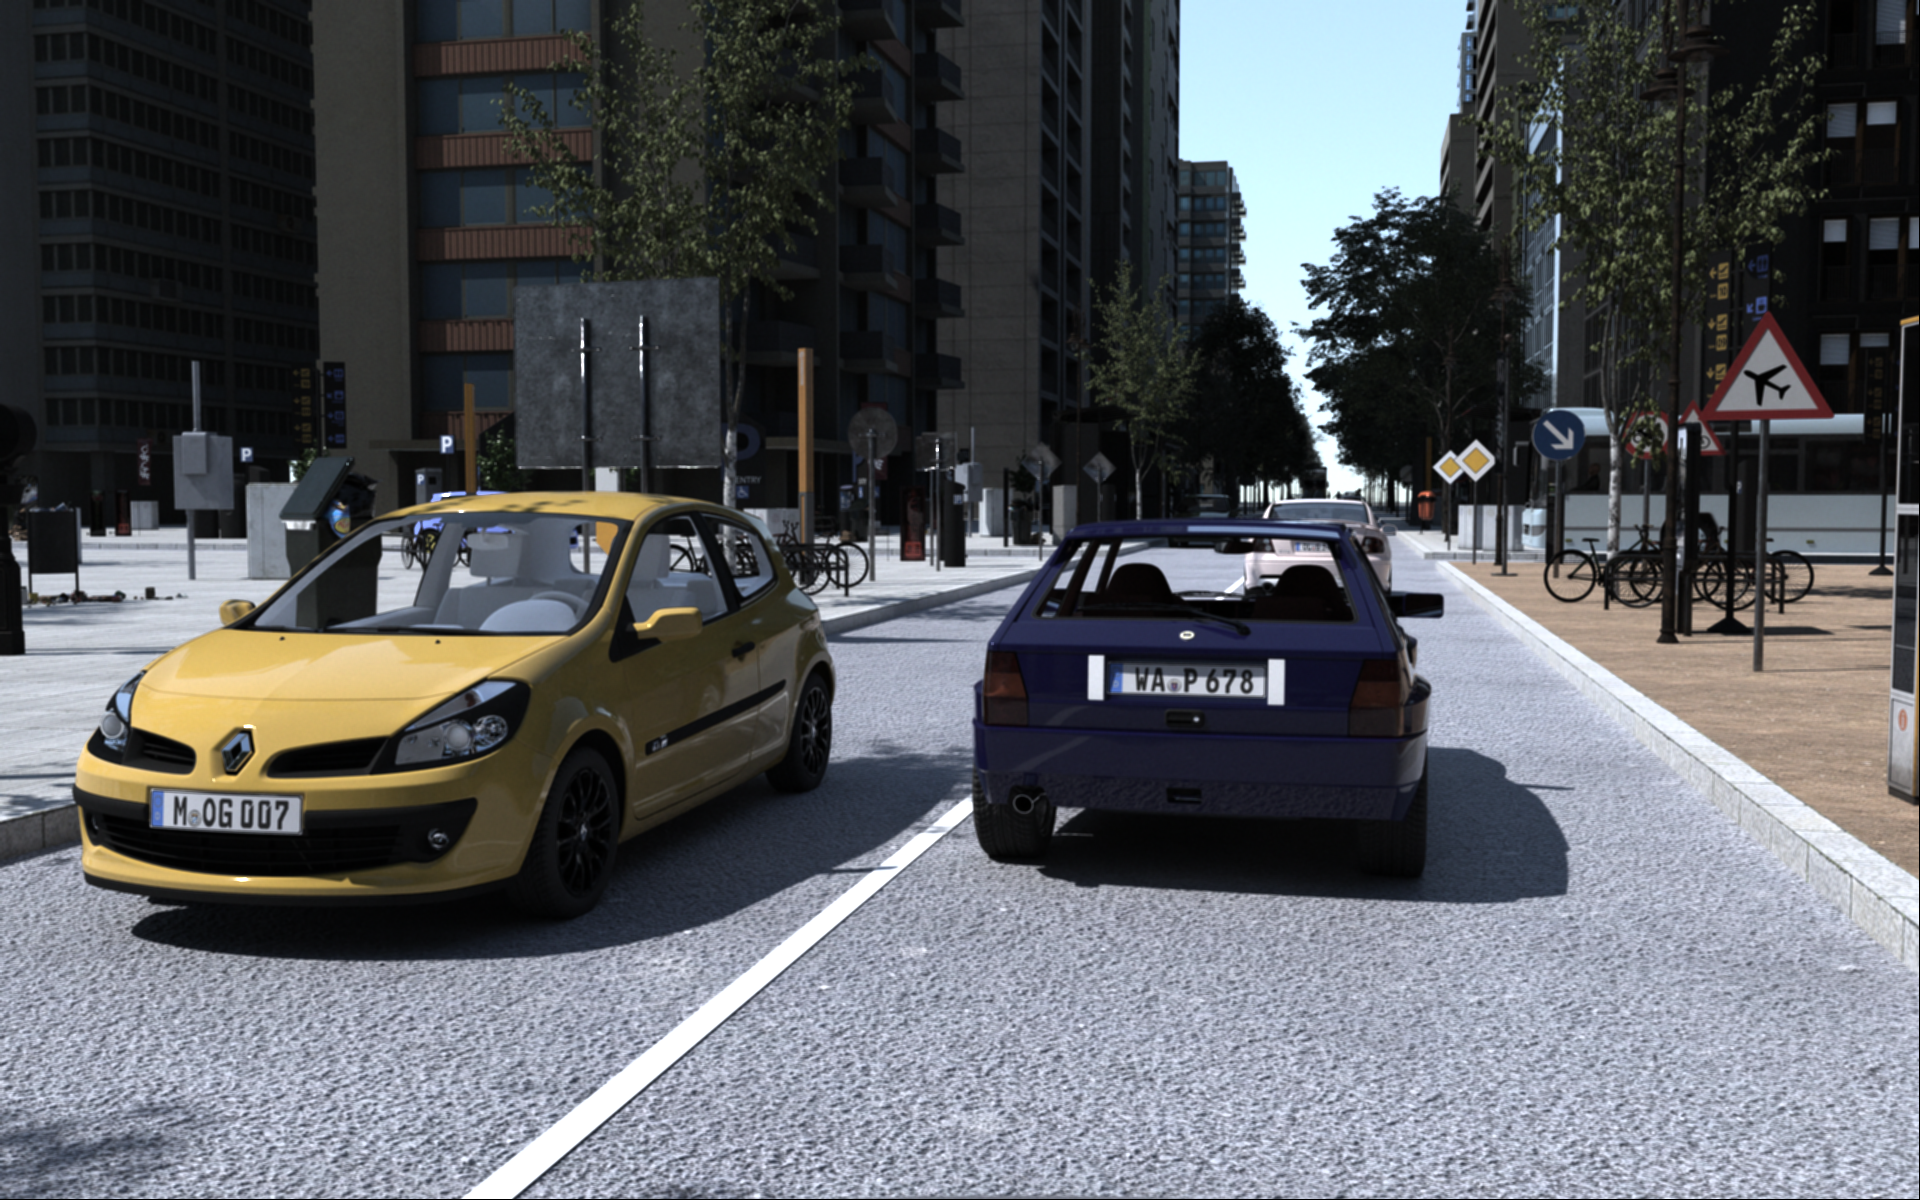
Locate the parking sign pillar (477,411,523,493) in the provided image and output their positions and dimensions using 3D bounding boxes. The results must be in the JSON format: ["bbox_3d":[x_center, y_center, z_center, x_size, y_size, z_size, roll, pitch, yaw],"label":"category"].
[{"bbox_3d":[-14.106,-3.954,53.121,1.447,3.967,1.447,-2,4,-27],"label":"parking sign pillar"}]

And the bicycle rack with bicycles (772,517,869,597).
[{"bbox_3d":[-2.581,-0.560,22.537,2.925,0.926,2.852,0,4,-6],"label":"bicycle rack with bicycles"}]

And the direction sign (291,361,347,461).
[{"bbox_3d":[-10.977,-2.307,29.711,0.876,3.537,0.379,-1,4,-11],"label":"direction sign"}]

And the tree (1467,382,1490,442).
[{"bbox_3d":[32.502,-9.623,107.698,4.360,8.622,3.978,0,3,0],"label":"tree"}]

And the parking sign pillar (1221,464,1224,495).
[{"bbox_3d":[16.563,-7.466,110.533,1.447,3.967,1.447,1,4,14],"label":"parking sign pillar"}]

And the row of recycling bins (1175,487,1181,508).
[{"bbox_3d":[8.924,-4.229,76.260,1.069,1.692,3.534,1,4,22],"label":"row of recycling bins"}]

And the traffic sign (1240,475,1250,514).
[{"bbox_3d":[18.146,-6.750,110.463,0.768,2.556,0.104,1,4,13],"label":"traffic sign"}]

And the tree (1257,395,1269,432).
[{"bbox_3d":[12.903,-8.264,85.478,4.360,8.622,3.978,0,3,0],"label":"tree"}]

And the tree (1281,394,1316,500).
[{"bbox_3d":[38.181,-17.960,204.017,12.009,13.543,11.850,0,3,0],"label":"tree"}]

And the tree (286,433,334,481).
[{"bbox_3d":[-19.945,-3.589,53.281,1.663,3.219,1.824,0,3,0],"label":"tree"}]

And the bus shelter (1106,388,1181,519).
[{"bbox_3d":[7.129,-5.513,67.776,2.179,5.291,8.768,1,4,13],"label":"bus shelter"}]

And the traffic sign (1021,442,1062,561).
[{"bbox_3d":[1.552,-1.808,33.202,0.795,2.450,0.064,1,4,13],"label":"traffic sign"}]

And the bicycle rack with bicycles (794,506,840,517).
[{"bbox_3d":[-4.409,-2.288,50.795,2.925,0.926,2.852,0,4,1],"label":"bicycle rack with bicycles"}]

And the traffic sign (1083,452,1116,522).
[{"bbox_3d":[3.293,-2.285,40.995,0.795,2.450,0.064,1,4,13],"label":"traffic sign"}]

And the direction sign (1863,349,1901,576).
[{"bbox_3d":[14.600,-2.160,27.321,0.876,3.537,0.379,-1,4,-17],"label":"direction sign"}]

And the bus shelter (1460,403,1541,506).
[{"bbox_3d":[14.766,-3.440,47.520,1.731,3.624,6.357,1,4,13],"label":"bus shelter"}]

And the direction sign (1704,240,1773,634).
[{"bbox_3d":[7.142,-1.466,15.972,0.379,3.537,0.876,-1,4,-13],"label":"direction sign"}]

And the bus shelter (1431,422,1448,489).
[{"bbox_3d":[25.383,-7.092,93.592,2.179,5.291,8.768,1,4,13],"label":"bus shelter"}]

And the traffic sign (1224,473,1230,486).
[{"bbox_3d":[16.555,-6.493,106.259,0.768,2.556,0.104,1,4,16],"label":"traffic sign"}]

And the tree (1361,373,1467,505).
[{"bbox_3d":[26.272,-9.191,100.633,4.360,8.622,3.978,0,3,0],"label":"tree"}]

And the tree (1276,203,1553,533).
[{"bbox_3d":[15.606,-7.464,56.445,7.601,10.594,8.767,-1,4,-12],"label":"tree"}]

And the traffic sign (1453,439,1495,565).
[{"bbox_3d":[9.351,-1.700,31.445,0.795,2.450,0.064,1,4,13],"label":"traffic sign"}]

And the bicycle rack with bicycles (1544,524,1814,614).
[{"bbox_3d":[8.224,-0.396,19.850,2.925,0.926,2.852,2,4,24],"label":"bicycle rack with bicycles"}]

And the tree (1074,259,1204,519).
[{"bbox_3d":[5.613,-6.339,54.000,4.737,8.622,4.395,0,3,0],"label":"tree"}]

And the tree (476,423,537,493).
[{"bbox_3d":[-12.322,-3.211,47.102,1.663,3.219,1.824,0,3,0],"label":"tree"}]

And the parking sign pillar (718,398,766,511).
[{"bbox_3d":[-5.987,-3.618,47.629,1.447,3.967,1.447,0,4,-6],"label":"parking sign pillar"}]

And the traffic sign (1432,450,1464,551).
[{"bbox_3d":[11.092,-2.177,39.239,0.795,2.450,0.064,1,4,13],"label":"traffic sign"}]

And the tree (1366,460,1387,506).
[{"bbox_3d":[44.536,-14.149,181.703,4.737,8.622,4.395,0,3,0],"label":"tree"}]

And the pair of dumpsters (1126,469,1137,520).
[{"bbox_3d":[5.219,-3.574,60.931,1.574,2.255,4.437,1,4,13],"label":"pair of dumpsters"}]

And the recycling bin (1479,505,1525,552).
[{"bbox_3d":[12.154,-1.601,38.725,0.722,1.027,0.722,2,4,35],"label":"recycling bin"}]

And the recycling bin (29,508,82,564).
[{"bbox_3d":[-16.601,-1.176,31.785,0.722,1.027,0.722,-3,5,-40],"label":"recycling bin"}]

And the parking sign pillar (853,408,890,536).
[{"bbox_3d":[-2.894,-3.990,53.716,1.447,3.967,1.447,-2,4,-24],"label":"parking sign pillar"}]

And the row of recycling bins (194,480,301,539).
[{"bbox_3d":[-20.544,-2.640,50.277,3.534,1.692,1.069,0,4,-4],"label":"row of recycling bins"}]

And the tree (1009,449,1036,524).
[{"bbox_3d":[2.725,-4.878,74.353,1.663,3.219,1.824,0,3,0],"label":"tree"}]

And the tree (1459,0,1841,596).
[{"bbox_3d":[8.475,-4.354,21.546,4.737,8.622,4.395,0,3,0],"label":"tree"}]

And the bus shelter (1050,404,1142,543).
[{"bbox_3d":[3.853,-3.498,48.476,1.731,3.624,6.357,1,4,13],"label":"bus shelter"}]

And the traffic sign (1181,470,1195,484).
[{"bbox_3d":[11.893,-5.522,90.394,0.768,2.556,0.104,1,4,14],"label":"traffic sign"}]

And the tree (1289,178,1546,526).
[{"bbox_3d":[18.385,-9.971,69.680,9.857,13.997,8.962,0,3,0],"label":"tree"}]

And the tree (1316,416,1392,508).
[{"bbox_3d":[39.857,-15.325,160.937,12.009,13.543,11.850,0,3,0],"label":"tree"}]

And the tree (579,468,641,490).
[{"bbox_3d":[-9.434,-3.228,47.386,1.663,3.219,1.824,0,3,0],"label":"tree"}]

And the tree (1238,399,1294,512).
[{"bbox_3d":[20.688,-10.394,120.298,4.737,8.622,4.395,0,3,0],"label":"tree"}]

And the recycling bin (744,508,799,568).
[{"bbox_3d":[-3.269,-1.071,30.063,0.722,1.027,0.722,-3,5,-43],"label":"recycling bin"}]

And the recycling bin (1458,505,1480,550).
[{"bbox_3d":[12.017,-1.683,40.066,0.722,1.027,0.722,-1,4,-14],"label":"recycling bin"}]

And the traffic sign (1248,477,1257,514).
[{"bbox_3d":[18.636,-6.788,111.092,0.768,2.556,0.104,1,4,16],"label":"traffic sign"}]

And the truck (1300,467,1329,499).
[{"bbox_3d":[36.902,-11.699,180.189,2.839,4.237,11.283,1,4,12],"label":"truck"}]

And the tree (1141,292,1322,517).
[{"bbox_3d":[15.532,-11.112,98.687,9.611,12.733,9.660,0,3,0],"label":"tree"}]

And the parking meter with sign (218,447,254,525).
[{"bbox_3d":[-26.755,-4.132,63.823,0.543,3.016,1.738,1,4,13],"label":"parking meter with sign"}]

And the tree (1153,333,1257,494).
[{"bbox_3d":[10.548,-7.865,78.948,4.360,8.622,3.978,0,3,0],"label":"tree"}]

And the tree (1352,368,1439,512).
[{"bbox_3d":[31.664,-12.299,126.836,9.928,11.665,9.643,0,3,0],"label":"tree"}]

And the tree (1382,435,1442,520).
[{"bbox_3d":[22.850,-6.291,86.572,4.285,4.588,4.351,0,3,0],"label":"tree"}]

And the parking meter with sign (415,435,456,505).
[{"bbox_3d":[-15.526,-3.322,50.572,0.543,3.016,1.738,2,4,27],"label":"parking meter with sign"}]

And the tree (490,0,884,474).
[{"bbox_3d":[-2.873,-4.259,20.005,4.737,8.622,4.395,0,3,0],"label":"tree"}]

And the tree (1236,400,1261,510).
[{"bbox_3d":[24.927,-12.787,143.474,8.767,10.594,7.601,1,4,16],"label":"tree"}]

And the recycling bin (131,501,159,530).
[{"bbox_3d":[-29.119,-3.016,61.871,0.722,1.027,0.722,0,4,-6],"label":"recycling bin"}]

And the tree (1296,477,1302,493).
[{"bbox_3d":[49.359,-18.357,250.499,4.360,8.622,3.978,0,3,0],"label":"tree"}]
